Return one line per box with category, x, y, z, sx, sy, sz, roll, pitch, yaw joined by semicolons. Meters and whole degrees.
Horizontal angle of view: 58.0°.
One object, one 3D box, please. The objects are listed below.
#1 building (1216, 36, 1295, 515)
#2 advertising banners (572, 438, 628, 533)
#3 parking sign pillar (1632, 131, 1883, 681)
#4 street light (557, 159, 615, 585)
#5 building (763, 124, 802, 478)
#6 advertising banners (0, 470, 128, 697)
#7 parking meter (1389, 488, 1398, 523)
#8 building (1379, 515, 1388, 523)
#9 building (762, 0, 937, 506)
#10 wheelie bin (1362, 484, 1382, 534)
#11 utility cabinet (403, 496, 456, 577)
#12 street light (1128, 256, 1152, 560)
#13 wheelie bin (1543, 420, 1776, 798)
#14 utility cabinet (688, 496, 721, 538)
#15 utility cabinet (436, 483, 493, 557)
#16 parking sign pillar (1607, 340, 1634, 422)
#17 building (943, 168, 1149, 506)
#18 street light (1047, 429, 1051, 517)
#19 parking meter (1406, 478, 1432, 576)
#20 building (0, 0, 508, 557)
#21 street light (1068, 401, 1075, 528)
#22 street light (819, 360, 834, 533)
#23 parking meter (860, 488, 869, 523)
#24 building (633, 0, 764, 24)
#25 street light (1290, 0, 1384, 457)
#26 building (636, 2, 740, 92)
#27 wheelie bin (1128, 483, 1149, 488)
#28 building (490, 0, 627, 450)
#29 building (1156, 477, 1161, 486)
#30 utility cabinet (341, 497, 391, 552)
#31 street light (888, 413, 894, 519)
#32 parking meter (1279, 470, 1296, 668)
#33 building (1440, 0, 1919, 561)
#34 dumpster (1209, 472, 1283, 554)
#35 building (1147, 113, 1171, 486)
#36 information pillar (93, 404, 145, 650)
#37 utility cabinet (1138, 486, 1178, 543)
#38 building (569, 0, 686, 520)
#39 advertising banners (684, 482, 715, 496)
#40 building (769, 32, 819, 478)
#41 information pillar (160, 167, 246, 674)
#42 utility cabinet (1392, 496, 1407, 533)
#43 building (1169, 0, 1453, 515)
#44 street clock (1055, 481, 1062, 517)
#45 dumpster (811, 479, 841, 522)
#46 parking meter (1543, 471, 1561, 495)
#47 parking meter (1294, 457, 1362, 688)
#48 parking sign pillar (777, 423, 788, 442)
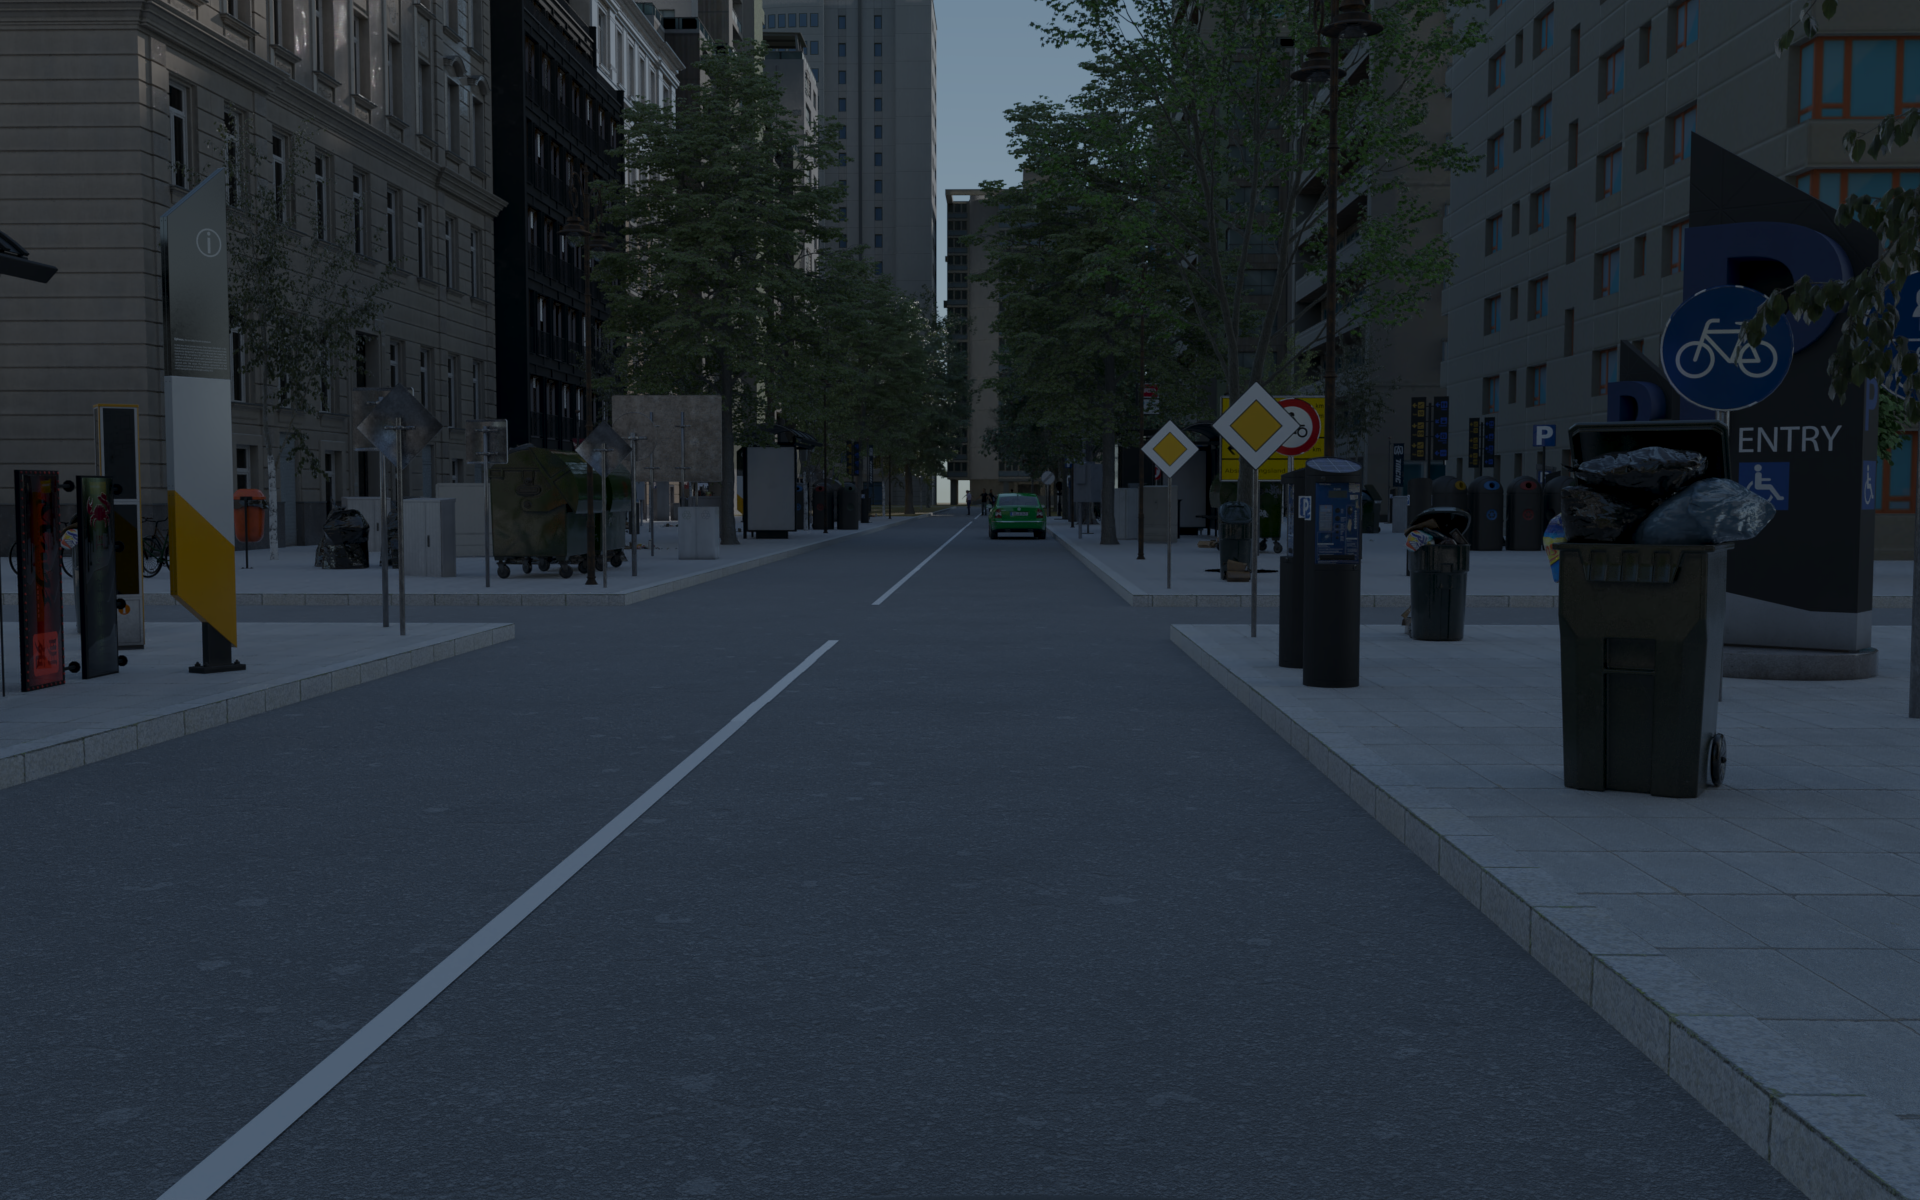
building;23.656;-20.892;113.283;14.160;30.474;14.107;0;4;1
advertising banners;-11.365;-3.579;54.697;0.090;3.025;2.074;3;5;42
parking sign pillar;5.865;-1.469;12.486;1.447;3.967;1.447;3;5;41
street light;-5.219;-3.153;24.344;0.468;5.910;1.993;0;4;1
building;-20.150;-22.202;134.699;14.160;30.474;14.107;0;4;1
advertising banners;-6.055;-0.930;11.386;0.090;3.025;2.074;0;4;0
parking meter;19.043;-4.140;76.100;0.372;1.533;0.369;0;3;0
building;29.170;-28.304;86.473;21.300;48.544;21.600;0;4;1
building;-16.853;-40.433;203.073;28.212;58.520;21.231;0;4;1
wheelie bin;13.328;-2.976;56.558;0.693;1.594;0.980;3;4;37
utility cabinet;-8.304;-0.972;27.047;1.020;1.237;0.306;3;4;37
street light;3.548;-3.731;33.790;0.468;5.910;1.993;0;4;1
wheelie bin;3.001;0.022;7.541;0.980;1.594;0.693;2;4;32
utility cabinet;-7.412;-2.408;50.525;1.020;1.237;0.306;-3;4;-36
utility cabinet;-10.015;-1.621;35.187;1.173;1.500;0.318;-2;4;-26
parking sign pillar;11.669;-2.520;29.672;1.447;3.967;1.447;-1;4;-20
building;10.180;-31.586;208.308;23.993;40.220;32.217;0;4;1
street light;5.099;-7.669;98.171;0.468;5.910;1.993;0;4;1
parking meter;7.170;-1.139;27.041;0.372;1.533;0.369;0;3;0
building;-21.678;-15.245;46.522;12.463;27.353;25.104;0;4;1
street light;4.300;-5.700;65.977;0.468;5.910;1.993;0;4;1
street light;-4.403;-5.124;56.562;0.468;5.910;1.993;0;4;1
parking meter;-4.206;-4.160;76.433;0.372;1.533;0.369;0;3;0
building;-21.390;-26.690;119.978;14.154;41.232;14.086;0;4;1
street light;3.005;-2.522;14.016;0.468;5.910;1.993;0;4;1
building;-21.360;-20.454;106.127;14.160;30.474;14.107;0;4;1
wheelie bin;5.220;-2.638;51.035;0.980;1.594;0.693;-1;4;-14
building;-20.785;-14.520;67.086;12.332;23.373;15.834;0;4;1
building;28.429;-43.582;150.818;20.563;71.187;20.611;0;4;1
utility cabinet;-13.182;-1.672;38.492;1.020;1.237;0.306;-3;5;-44
street light;-3.615;-7.118;89.169;0.468;5.910;1.993;0;4;1
parking meter;2.561;-0.271;12.846;0.372;1.533;0.369;0;3;0
building;30.937;-12.305;46.224;28.899;21.520;27.650;0;4;1
dumpster;6.351;-2.179;38.116;1.502;2.255;1.985;0;4;2
building;29.055;-33.583;199.187;14.200;45.320;14.600;0;4;1
information pillar;-6.937;-0.599;14.292;0.304;2.012;0.304;-2;4;-33
utility cabinet;5.165;-2.242;45.336;0.318;1.500;1.173;-3;4;-38
building;-21.828;-18.291;84.958;13.634;28.700;20.117;0;4;1
advertising banners;-13.290;-5.593;87.637;2.074;3.025;0.090;2;4;27
building;-20.107;-28.934;156.672;14.086;41.232;14.154;0;4;1
information pillar;-5.415;-1.284;12.352;0.183;3.616;0.504;2;4;31
utility cabinet;14.790;-2.811;57.129;1.020;1.237;0.306;3;4;39
building;27.493;-30.994;130.461;21.300;48.544;21.600;0;4;1
street clock;5.684;-5.778;99.041;0.471;2.002;0.358;0;4;-4
dumpster;-4.960;-3.651;65.447;1.264;1.857;1.865;0;4;1
parking meter;14.663;-2.276;42.930;0.399;1.863;0.255;1;4;17
parking meter;2.490;-0.194;11.582;0.372;1.533;0.369;0;3;0
parking sign pillar;-6.648;-4.788;66.758;1.447;3.967;1.447;1;4;11
